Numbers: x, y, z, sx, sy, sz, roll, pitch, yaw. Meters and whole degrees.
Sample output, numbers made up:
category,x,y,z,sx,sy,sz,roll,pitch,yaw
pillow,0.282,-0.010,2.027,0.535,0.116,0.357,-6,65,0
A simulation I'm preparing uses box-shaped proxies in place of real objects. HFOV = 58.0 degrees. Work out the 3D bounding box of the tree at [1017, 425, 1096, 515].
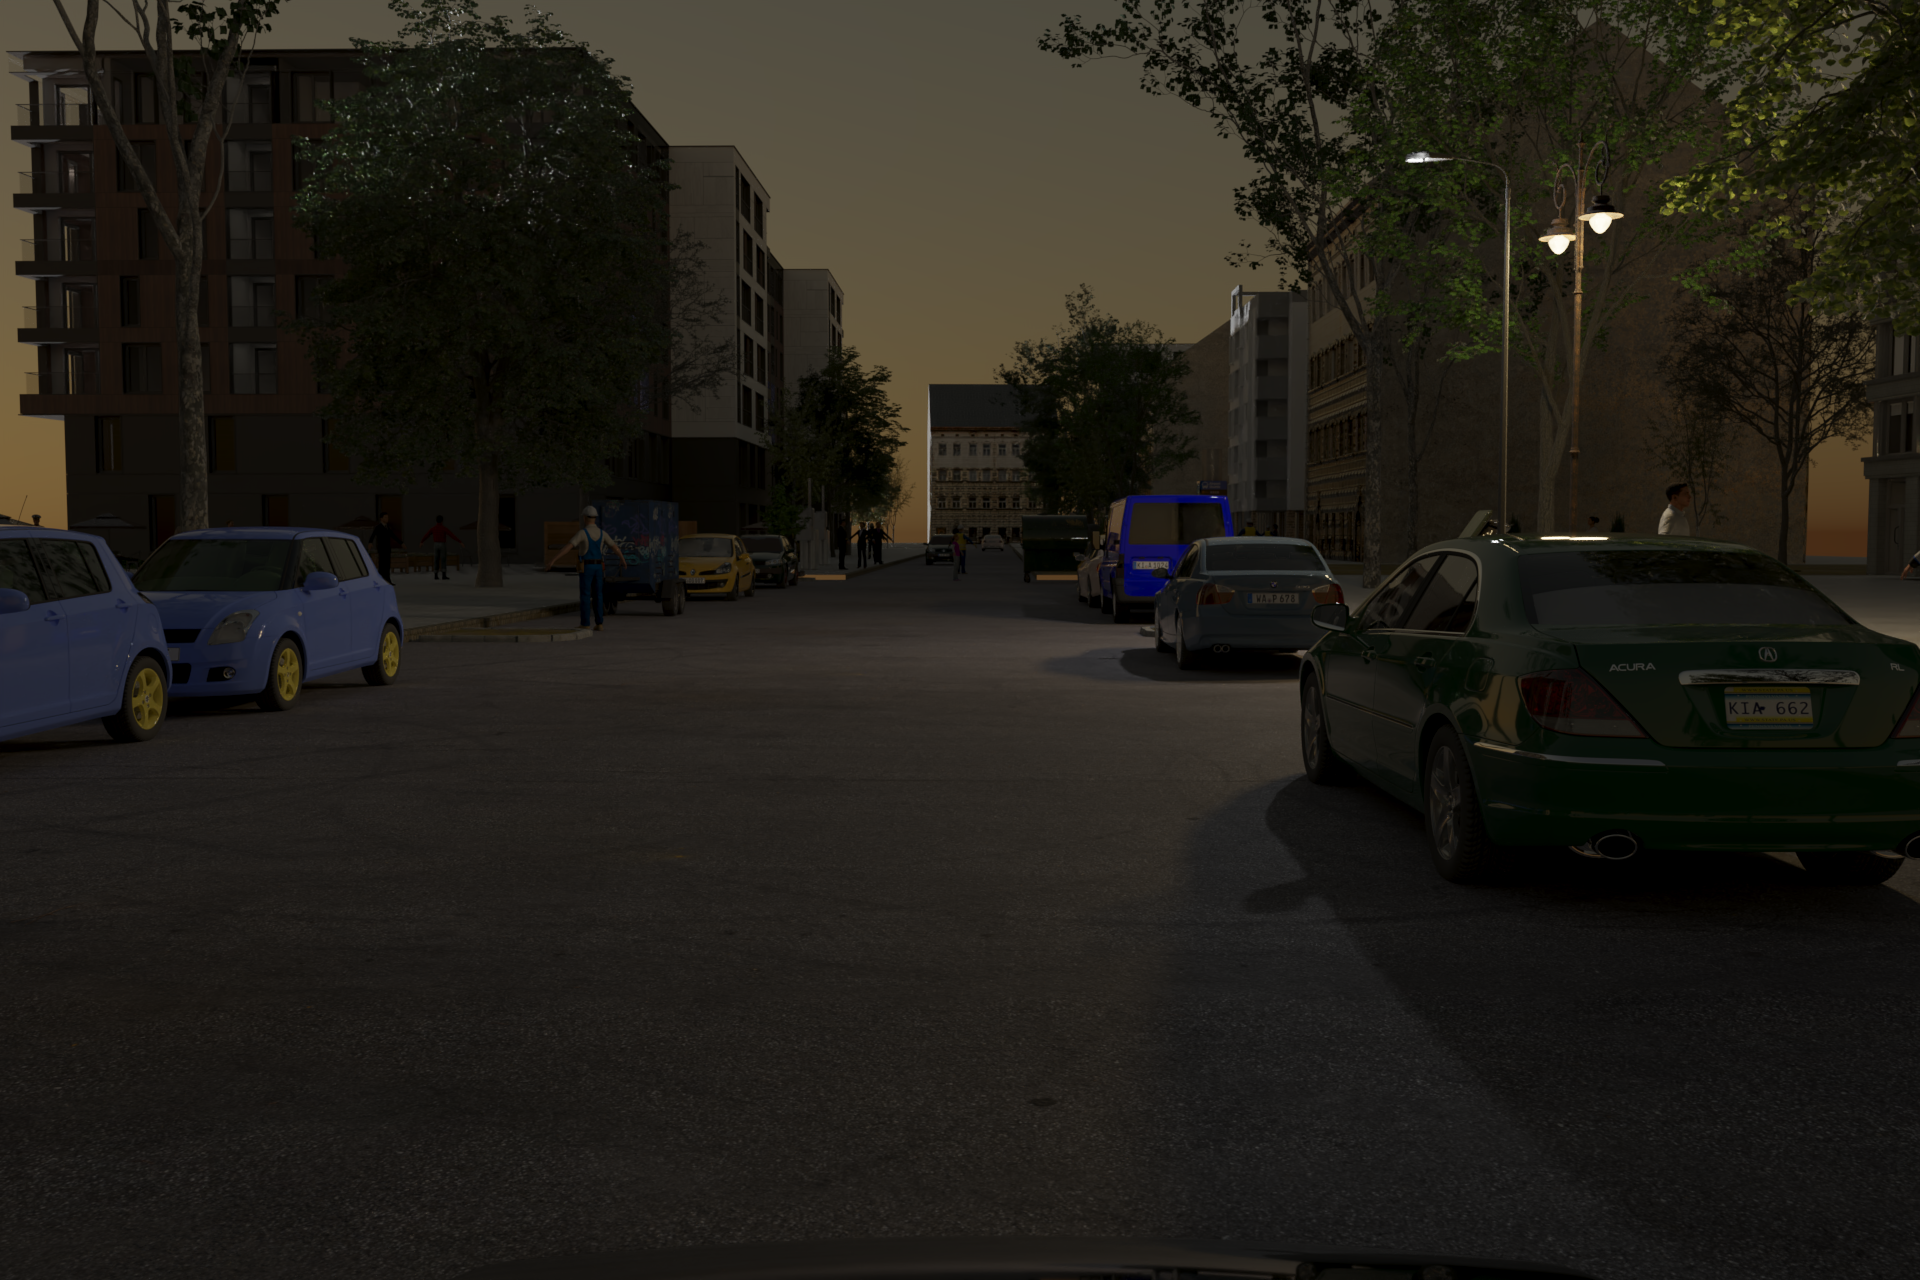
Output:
category,x,y,z,sx,sy,sz,roll,pitch,yaw
tree,9.109,-14.277,159.190,9.928,11.665,9.643,0,3,0

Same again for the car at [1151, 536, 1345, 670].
category,x,y,z,sx,sy,sz,roll,pitch,yaw
car,3.206,-0.461,19.533,2.014,1.417,4.499,0,4,2

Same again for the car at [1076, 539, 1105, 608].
category,x,y,z,sx,sy,sz,roll,pitch,yaw
car,3.421,-1.394,35.148,2.083,1.381,4.827,0,4,0

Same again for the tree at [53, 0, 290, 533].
category,x,y,z,sx,sy,sz,roll,pitch,yaw
tree,-12.965,-10.353,25.165,12.611,20.169,13.585,0,3,0

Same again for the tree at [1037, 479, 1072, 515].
category,x,y,z,sx,sy,sz,roll,pitch,yaw
tree,8.893,-11.920,145.250,4.360,8.622,3.978,0,3,0

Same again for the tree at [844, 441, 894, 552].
category,x,y,z,sx,sy,sz,roll,pitch,yaw
tree,-6.912,-10.770,126.454,4.360,8.622,3.978,0,3,0

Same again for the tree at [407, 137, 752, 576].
category,x,y,z,sx,sy,sz,roll,pitch,yaw
tree,-11.636,-8.734,53.168,12.009,13.543,11.850,0,3,0

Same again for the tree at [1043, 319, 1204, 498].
category,x,y,z,sx,sy,sz,roll,pitch,yaw
tree,8.152,-9.745,85.090,9.928,11.665,9.643,0,3,0

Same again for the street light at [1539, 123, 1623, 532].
category,x,y,z,sx,sy,sz,roll,pitch,yaw
street light,7.144,-2.893,20.086,0.468,5.910,1.993,0,4,1

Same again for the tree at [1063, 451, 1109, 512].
category,x,y,z,sx,sy,sz,roll,pitch,yaw
tree,8.811,-10.381,120.089,4.737,8.622,4.395,0,3,0

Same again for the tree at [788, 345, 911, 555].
category,x,y,z,sx,sy,sz,roll,pitch,yaw
tree,-6.852,-11.401,104.538,7.486,12.596,7.792,0,3,0

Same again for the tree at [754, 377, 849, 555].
category,x,y,z,sx,sy,sz,roll,pitch,yaw
tree,-7.542,-8.047,81.925,4.737,8.622,4.395,0,3,0

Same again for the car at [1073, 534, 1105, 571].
category,x,y,z,sx,sy,sz,roll,pitch,yaw
car,3.637,-1.799,39.642,2.015,1.641,3.980,0,4,0

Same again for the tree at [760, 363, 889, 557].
category,x,y,z,sx,sy,sz,roll,pitch,yaw
tree,-7.328,-9.840,95.291,7.601,10.594,8.767,1,4,8

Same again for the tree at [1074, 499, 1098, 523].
category,x,y,z,sx,sy,sz,roll,pitch,yaw
tree,20.241,-20.915,248.607,9.857,13.997,8.962,0,3,0

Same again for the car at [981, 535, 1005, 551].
category,x,y,z,sx,sy,sz,roll,pitch,yaw
car,2.756,-8.148,145.575,2.083,1.381,4.827,0,4,1

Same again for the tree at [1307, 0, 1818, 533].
category,x,y,z,sx,sy,sz,roll,pitch,yaw
tree,9.619,-6.232,27.650,9.928,11.665,9.643,0,3,0

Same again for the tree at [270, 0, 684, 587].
category,x,y,z,sx,sy,sz,roll,pitch,yaw
tree,-11.336,-8.260,41.711,9.857,13.997,8.962,0,3,0

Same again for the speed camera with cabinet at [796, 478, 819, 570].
category,x,y,z,sx,sy,sz,roll,pitch,yaw
speed camera with cabinet,-5.472,-4.141,62.038,0.660,3.252,2.038,0,4,3

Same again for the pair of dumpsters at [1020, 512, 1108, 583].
category,x,y,z,sx,sy,sz,roll,pitch,yaw
pair of dumpsters,3.998,-2.828,51.192,4.436,2.255,1.574,0,3,0

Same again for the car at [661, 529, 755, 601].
category,x,y,z,sx,sy,sz,roll,pitch,yaw
car,-5.583,-1.715,38.272,2.015,1.641,3.980,0,4,1

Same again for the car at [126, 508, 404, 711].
category,x,y,z,sx,sy,sz,roll,pitch,yaw
car,-6.248,-0.340,15.150,1.945,1.707,3.694,0,4,1

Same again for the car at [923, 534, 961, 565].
category,x,y,z,sx,sy,sz,roll,pitch,yaw
car,-0.693,-4.337,80.690,2.009,1.686,4.222,0,4,1

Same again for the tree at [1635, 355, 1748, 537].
category,x,y,z,sx,sy,sz,roll,pitch,yaw
tree,30.024,-7.312,69.908,4.360,8.622,3.978,0,3,0

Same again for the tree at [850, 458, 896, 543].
category,x,y,z,sx,sy,sz,roll,pitch,yaw
tree,-12.860,-20.333,250.572,7.486,12.596,7.792,0,3,0

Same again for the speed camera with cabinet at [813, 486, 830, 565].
category,x,y,z,sx,sy,sz,roll,pitch,yaw
speed camera with cabinet,-5.764,-4.718,71.472,0.660,3.252,2.038,0,4,1

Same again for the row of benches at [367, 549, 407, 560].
category,x,y,z,sx,sy,sz,roll,pitch,yaw
row of benches,-23.422,-3.359,70.382,1.422,0.672,4.104,0,4,0

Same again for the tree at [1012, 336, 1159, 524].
category,x,y,z,sx,sy,sz,roll,pitch,yaw
tree,8.130,-12.382,109.093,9.857,13.997,8.962,0,3,0

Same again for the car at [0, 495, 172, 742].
category,x,y,z,sx,sy,sz,roll,pitch,yaw
car,-6.476,-0.068,10.703,1.945,1.707,3.694,0,4,2

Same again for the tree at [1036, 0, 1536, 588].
category,x,y,z,sx,sy,sz,roll,pitch,yaw
tree,8.700,-11.354,41.529,12.611,20.169,13.585,0,3,0

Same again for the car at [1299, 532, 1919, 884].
category,x,y,z,sx,sy,sz,roll,pitch,yaw
car,2.910,0.200,8.522,2.131,1.459,4.920,0,4,0

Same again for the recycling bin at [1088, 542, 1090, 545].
category,x,y,z,sx,sy,sz,roll,pitch,yaw
recycling bin,4.272,-2.737,57.297,0.722,1.027,0.722,0,4,0

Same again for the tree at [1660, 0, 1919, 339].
category,x,y,z,sx,sy,sz,roll,pitch,yaw
tree,8.499,-5.740,11.983,7.486,12.596,7.792,0,3,0

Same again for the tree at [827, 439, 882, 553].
category,x,y,z,sx,sy,sz,roll,pitch,yaw
tree,-7.502,-10.091,115.343,4.360,8.622,3.978,0,3,0

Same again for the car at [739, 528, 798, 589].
category,x,y,z,sx,sy,sz,roll,pitch,yaw
car,-5.394,-2.261,46.747,2.009,1.686,4.222,0,4,1

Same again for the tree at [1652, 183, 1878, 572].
category,x,y,z,sx,sy,sz,roll,pitch,yaw
tree,28.232,-9.079,58.810,12.009,13.543,11.850,0,3,0

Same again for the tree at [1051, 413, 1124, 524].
category,x,y,z,sx,sy,sz,roll,pitch,yaw
tree,7.595,-9.117,99.422,4.737,8.622,4.395,0,3,0

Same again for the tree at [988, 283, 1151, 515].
category,x,y,z,sx,sy,sz,roll,pitch,yaw
tree,8.493,-16.983,133.567,12.611,20.169,13.585,0,3,0

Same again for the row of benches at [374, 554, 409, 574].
category,x,y,z,sx,sy,sz,roll,pitch,yaw
row of benches,-19.790,-2.442,55.395,4.104,0.672,1.422,-1,4,-18

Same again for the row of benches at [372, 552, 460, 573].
category,x,y,z,sx,sy,sz,roll,pitch,yaw
row of benches,-18.371,-2.649,58.780,1.422,0.672,4.104,1,4,19

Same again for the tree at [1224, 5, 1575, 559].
category,x,y,z,sx,sy,sz,roll,pitch,yaw
tree,16.090,-12.701,63.555,12.611,20.169,13.585,0,3,0

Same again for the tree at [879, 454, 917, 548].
category,x,y,z,sx,sy,sz,roll,pitch,yaw
tree,-6.189,-12.747,158.776,4.360,8.622,3.978,0,3,0

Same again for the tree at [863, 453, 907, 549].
category,x,y,z,sx,sy,sz,roll,pitch,yaw
tree,-6.307,-12.390,152.945,4.360,8.622,3.978,0,3,0
